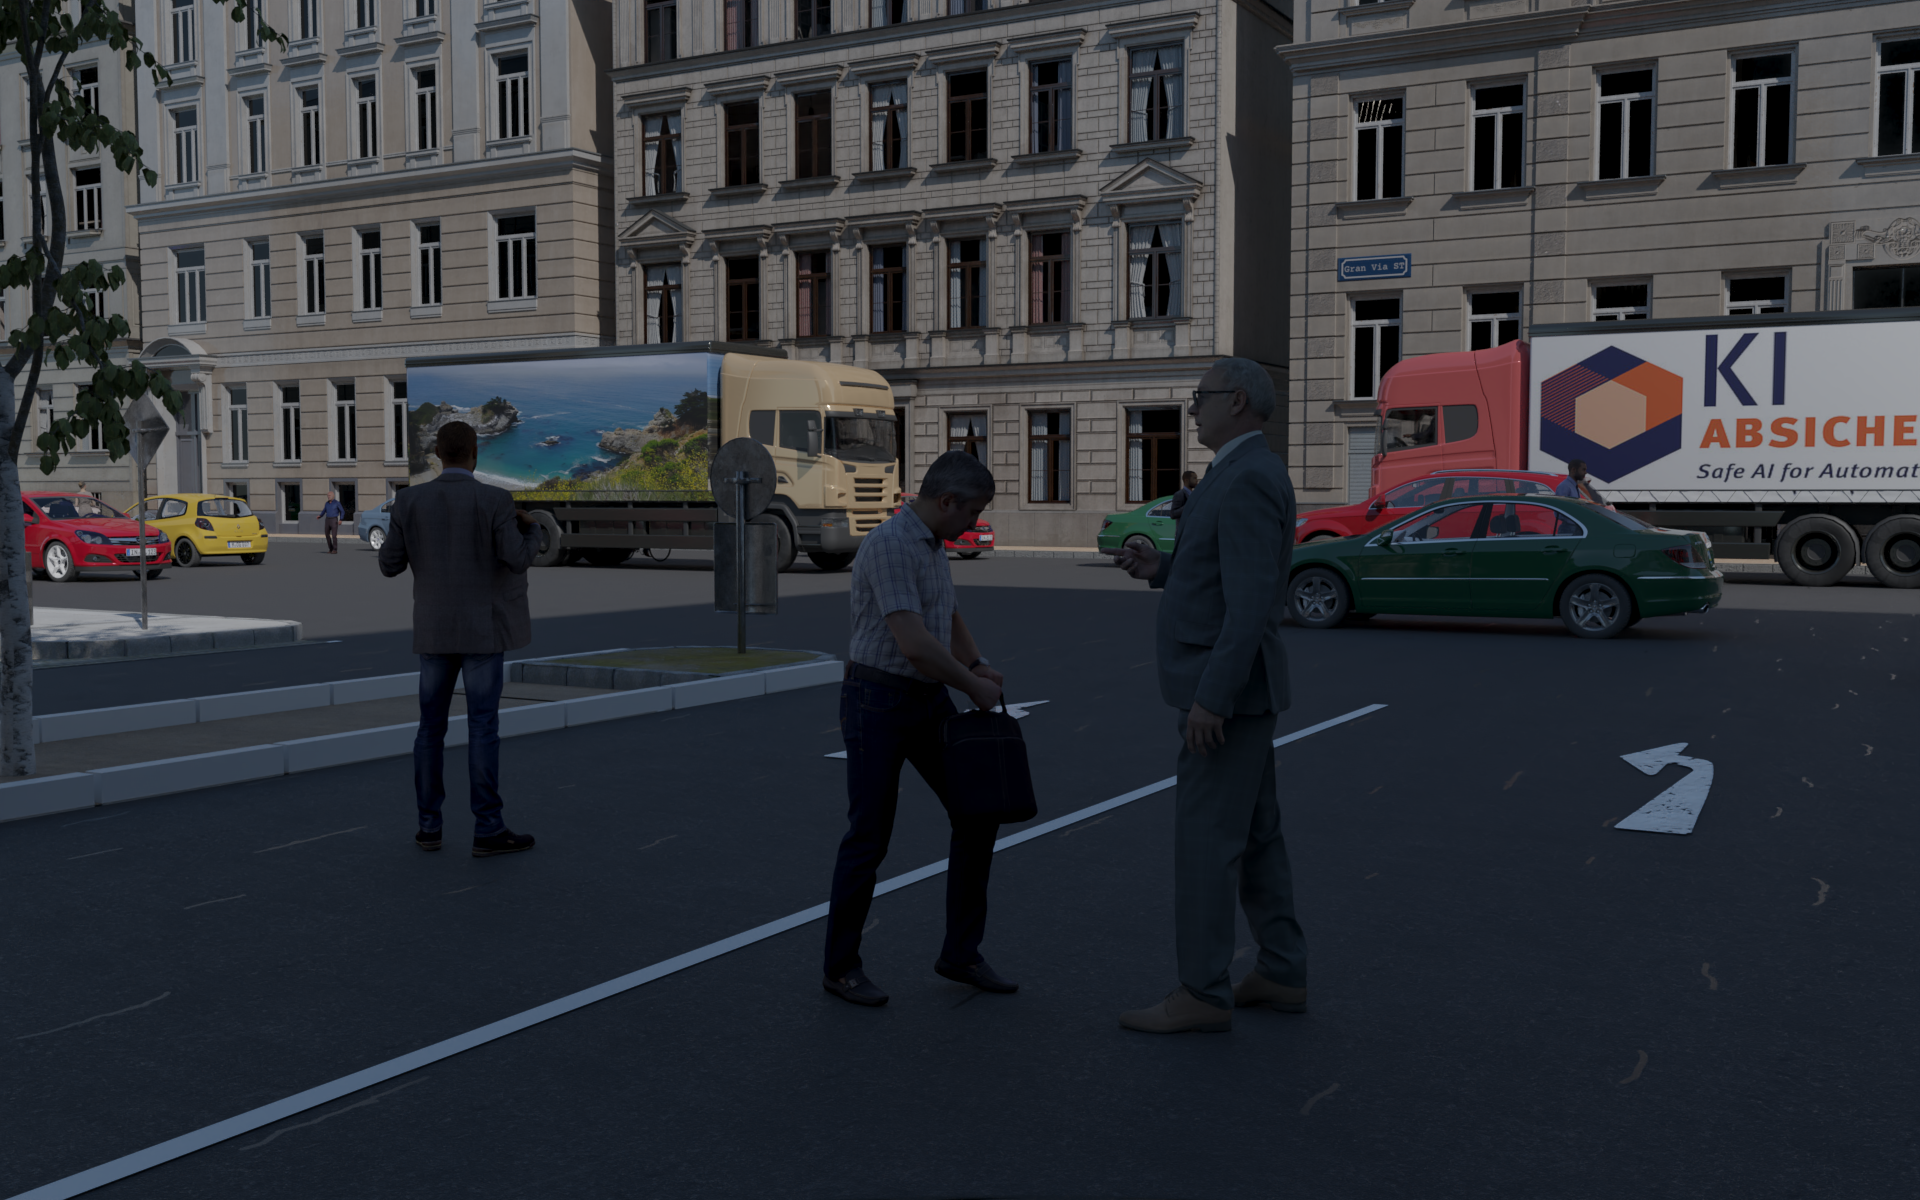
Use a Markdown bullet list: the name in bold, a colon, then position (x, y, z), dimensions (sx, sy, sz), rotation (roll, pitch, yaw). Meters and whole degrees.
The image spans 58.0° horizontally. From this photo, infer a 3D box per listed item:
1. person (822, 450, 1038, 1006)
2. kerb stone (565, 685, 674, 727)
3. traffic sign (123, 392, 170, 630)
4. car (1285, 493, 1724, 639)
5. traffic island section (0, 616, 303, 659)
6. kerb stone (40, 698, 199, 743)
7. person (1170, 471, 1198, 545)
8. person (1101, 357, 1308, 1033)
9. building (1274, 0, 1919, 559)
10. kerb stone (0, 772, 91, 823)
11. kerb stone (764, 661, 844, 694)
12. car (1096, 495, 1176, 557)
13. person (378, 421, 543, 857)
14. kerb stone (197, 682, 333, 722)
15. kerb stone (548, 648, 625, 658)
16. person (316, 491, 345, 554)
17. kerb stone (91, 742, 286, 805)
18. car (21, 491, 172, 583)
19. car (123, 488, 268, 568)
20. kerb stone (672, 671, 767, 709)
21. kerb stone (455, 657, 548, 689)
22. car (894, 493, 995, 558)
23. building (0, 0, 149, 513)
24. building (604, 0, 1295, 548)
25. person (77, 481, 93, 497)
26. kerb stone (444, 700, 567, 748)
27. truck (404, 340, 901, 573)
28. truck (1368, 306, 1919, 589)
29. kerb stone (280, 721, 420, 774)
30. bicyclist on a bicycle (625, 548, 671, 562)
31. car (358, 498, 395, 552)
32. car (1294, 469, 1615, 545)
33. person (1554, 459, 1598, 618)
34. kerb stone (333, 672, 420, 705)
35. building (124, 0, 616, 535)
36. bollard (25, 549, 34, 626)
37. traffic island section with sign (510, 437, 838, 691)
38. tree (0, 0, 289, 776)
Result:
- **person**: position (-0.088, 0.352, 4.960), dimensions (0.590, 1.554, 0.614), rotation (1, 4, 18)
- **kerb stone**: position (-2.215, 0.681, 11.104), dimensions (0.120, 0.150, 1.000), rotation (2, 4, 30)
- **traffic sign**: position (-7.712, -0.776, 16.331), dimensions (0.795, 2.450, 0.064), rotation (2, 4, 30)
- **car**: position (5.477, -0.410, 18.502), dimensions (4.920, 1.459, 2.131), rotation (2, 4, 28)
- **traffic island section**: position (-7.737, 0.359, 16.406), dimensions (2.009, 0.180, 2.903), rotation (2, 4, 30)
- **kerb stone**: position (-5.058, 0.723, 10.377), dimensions (0.120, 0.150, 1.000), rotation (2, 4, 30)
- **person**: position (2.881, -0.748, 21.546), dimensions (0.431, 1.722, 0.655), rotation (3, 5, 40)
- **person**: position (0.666, 0.240, 4.757), dimensions (0.590, 1.801, 0.661), rotation (1, 4, 10)
- **building**: position (20.643, -14.673, 37.160), dimensions (25.104, 27.353, 12.463), rotation (2, 4, 30)
- **kerb stone**: position (-4.264, 0.897, 7.525), dimensions (0.120, 0.150, 1.000), rotation (2, 4, 30)
- **kerb stone**: position (-1.193, 0.570, 12.883), dimensions (0.120, 0.150, 1.000), rotation (2, 4, 30)
- **car**: position (5.046, -1.315, 33.302), dimensions (4.920, 1.459, 2.131), rotation (2, 4, 30)
- **person**: position (-1.995, 0.142, 7.006), dimensions (0.655, 1.722, 0.431), rotation (1, 4, 12)
- **kerb stone**: position (-4.546, 0.669, 11.266), dimensions (0.120, 0.150, 1.000), rotation (2, 4, 30)
- **kerb stone**: position (-3.003, 0.505, 13.935), dimensions (0.120, 0.150, 1.000), rotation (2, 4, 30)
- **person**: position (-15.131, -1.853, 41.489), dimensions (0.574, 1.496, 0.600), rotation (3, 5, 40)
- **kerb stone**: position (-3.749, 0.842, 8.426), dimensions (0.120, 0.150, 1.000), rotation (2, 4, 30)
- **car**: position (-15.354, -1.244, 29.387), dimensions (4.494, 1.783, 2.155), rotation (2, 4, 28)
- **car**: position (-15.932, -1.525, 35.163), dimensions (3.980, 1.641, 2.015), rotation (2, 4, 29)
- **kerb stone**: position (-1.700, 0.626, 11.991), dimensions (0.120, 0.150, 1.000), rotation (2, 4, 30)
- **kerb stone**: position (-3.519, 0.560, 13.044), dimensions (0.120, 0.150, 1.000), rotation (2, 4, 30)
- **car**: position (-1.309, -1.819, 38.779), dimensions (4.494, 1.783, 2.155), rotation (2, 4, 31)
- **building**: position (-37.561, -14.665, 73.055), dimensions (30.059, 22.955, 16.112), rotation (2, 4, 30)
- **building**: position (0.414, -11.206, 47.840), dimensions (19.286, 19.102, 10.561), rotation (2, 4, 30)
- **person**: position (-23.586, -2.318, 46.735), dimensions (0.599, 1.781, 0.374), rotation (-3, 5, -44)
- **kerb stone**: position (-2.725, 0.733, 10.211), dimensions (0.120, 0.150, 1.000), rotation (2, 4, 30)
- **truck**: position (-5.893, -2.743, 33.761), dimensions (11.283, 4.237, 2.839), rotation (2, 4, 30)
- **truck**: position (11.915, -2.426, 28.582), dimensions (11.283, 4.237, 2.839), rotation (2, 4, 29)
- **kerb stone**: position (-3.237, 0.787, 9.322), dimensions (0.120, 0.150, 1.000), rotation (2, 4, 30)
- **bicyclist on a bicycle**: position (-6.771, -1.642, 36.873), dimensions (1.625, 1.676, 1.499), rotation (2, 4, 31)
- **car**: position (-13.020, -1.910, 43.234), dimensions (4.499, 1.417, 2.014), rotation (2, 4, 31)
- **car**: position (7.697, -1.151, 27.492), dimensions (5.304, 1.827, 2.281), rotation (2, 4, 30)
- **person**: position (7.218, -0.718, 20.107), dimensions (0.599, 1.838, 0.709), rotation (2, 4, 35)
- **kerb stone**: position (-4.030, 0.614, 12.153), dimensions (0.120, 0.150, 1.000), rotation (2, 4, 30)
- **building**: position (-16.228, -16.682, 58.651), dimensions (20.117, 28.700, 13.634), rotation (2, 4, 30)
- **bollard**: position (-9.262, -0.132, 16.874), dimensions (0.404, 0.777, 0.398), rotation (0, 3, 0)
- **traffic island section with sign**: position (-2.048, -0.324, 13.432), dimensions (2.006, 1.907, 1.989), rotation (2, 4, 30)
- **tree**: position (-4.870, -3.395, 8.320), dimensions (4.737, 8.622, 4.395), rotation (0, 3, 0)
